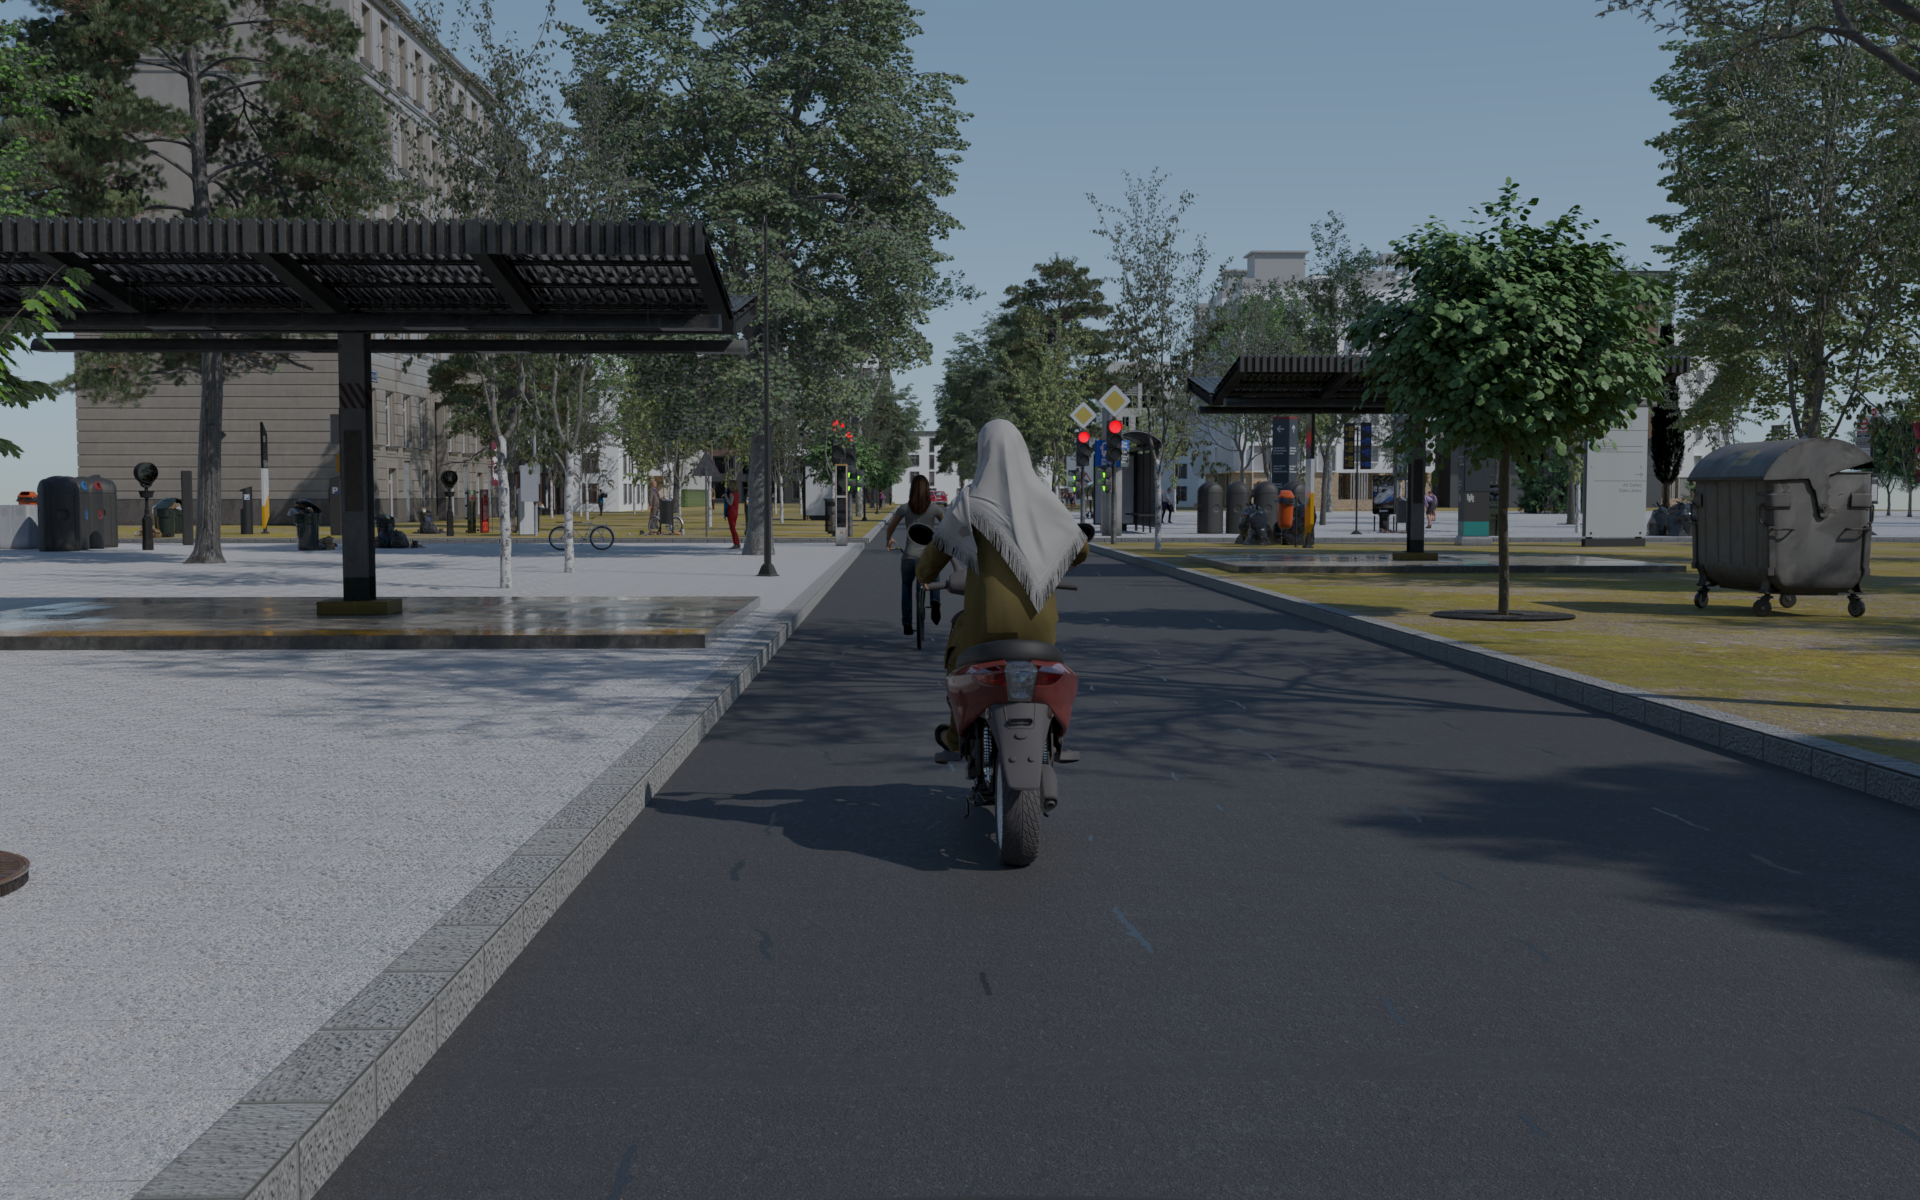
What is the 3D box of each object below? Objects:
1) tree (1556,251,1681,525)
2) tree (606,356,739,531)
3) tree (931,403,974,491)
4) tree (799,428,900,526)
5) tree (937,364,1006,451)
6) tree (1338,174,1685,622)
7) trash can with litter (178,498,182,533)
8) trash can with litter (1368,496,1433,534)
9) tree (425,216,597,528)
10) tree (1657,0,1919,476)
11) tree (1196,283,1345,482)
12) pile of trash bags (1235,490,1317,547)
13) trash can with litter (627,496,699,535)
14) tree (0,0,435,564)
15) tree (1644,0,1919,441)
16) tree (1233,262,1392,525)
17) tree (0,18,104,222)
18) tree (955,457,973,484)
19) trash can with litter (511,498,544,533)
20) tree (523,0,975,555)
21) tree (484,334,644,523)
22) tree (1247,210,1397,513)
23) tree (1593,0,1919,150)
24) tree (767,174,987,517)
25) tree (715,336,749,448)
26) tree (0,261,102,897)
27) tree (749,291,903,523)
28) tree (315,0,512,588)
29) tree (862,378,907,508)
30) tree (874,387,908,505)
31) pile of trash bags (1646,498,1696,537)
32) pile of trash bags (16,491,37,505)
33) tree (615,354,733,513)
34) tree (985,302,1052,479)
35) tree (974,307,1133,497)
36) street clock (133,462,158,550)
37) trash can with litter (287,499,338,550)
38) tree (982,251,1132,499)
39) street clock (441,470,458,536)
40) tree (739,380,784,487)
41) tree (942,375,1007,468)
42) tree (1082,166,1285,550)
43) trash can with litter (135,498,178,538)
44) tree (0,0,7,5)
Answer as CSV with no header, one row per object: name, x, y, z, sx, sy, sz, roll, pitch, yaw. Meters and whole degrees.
tree,25.775,-8.968,72.382,9.928,11.665,9.643,0,3,0
tree,-10.023,-6.681,59.596,4.737,8.622,4.395,0,3,0
tree,0.438,-18.080,203.037,7.806,13.903,7.818,0,3,0
tree,-4.917,-5.302,70.406,4.285,4.588,4.351,0,3,0
tree,1.722,-12.993,138.190,9.928,11.665,9.643,0,3,0
tree,5.673,-2.099,18.035,4.285,4.588,4.351,0,3,0
trash can with litter,-25.421,-2.738,56.159,0.624,1.170,1.055,-1,4,-9
trash can with litter,14.349,-2.806,56.941,1.678,1.210,2.233,-2,4,-26
tree,-17.167,-8.798,65.909,6.751,12.117,7.091,0,3,0
tree,11.269,-4.431,22.803,4.360,8.622,3.978,0,3,0
tree,15.422,-9.832,86.502,9.928,11.665,9.643,0,3,0
pile of trash bags,7.968,-2.053,43.312,1.912,1.369,3.447,0,4,3
trash can with litter,-9.462,-2.654,54.446,2.233,1.210,1.678,2,4,31
tree,-13.791,-7.591,31.533,7.806,13.903,7.818,0,3,0
tree,16.274,-6.980,32.255,7.486,12.596,7.792,0,3,0
tree,14.761,-8.335,70.689,8.767,10.594,7.601,2,4,25
tree,-15.881,-5.956,23.134,9.928,11.665,9.643,0,3,0
tree,1.181,-14.508,187.568,4.737,8.622,4.395,0,3,0
trash can with litter,-14.355,-2.814,57.402,0.624,1.170,1.055,3,5,43
tree,-4.261,-7.924,36.209,9.857,13.997,8.962,0,3,0
tree,-17.632,-9.259,77.136,9.928,11.665,9.643,0,3,0
tree,24.541,-16.067,118.586,12.611,20.169,13.585,0,3,0
tree,6.152,-6.071,9.626,12.009,13.543,11.850,0,3,0
tree,-4.275,-14.764,97.284,12.611,20.169,13.585,0,3,0
tree,-10.061,-7.184,67.815,4.360,8.622,3.978,0,3,0
tree,-3.510,-0.671,5.571,1.663,3.219,1.824,0,3,0
tree,-4.318,-6.745,60.640,4.360,8.622,3.978,0,3,0
tree,-6.293,-4.450,23.116,4.360,8.622,3.978,0,3,0
tree,-8.130,-14.472,158.672,6.751,12.117,7.091,0,3,0
tree,-9.458,-17.551,194.387,7.806,13.903,7.818,0,3,0
pile of trash bags,22.943,-2.643,52.968,3.447,1.369,1.912,0,4,1
pile of trash bags,-29.988,-2.658,53.212,3.447,1.369,1.912,0,4,2
tree,-19.098,-12.778,116.339,7.806,13.903,7.818,0,3,0
tree,2.781,-12.846,116.685,9.857,13.997,8.962,0,3,0
tree,3.572,-7.165,67.516,4.737,8.622,4.395,0,3,0
street clock,-18.552,-2.137,39.512,0.358,2.002,0.471,3,5,40
trash can with litter,-14.787,-1.726,39.606,0.624,1.170,1.055,1,4,21
tree,4.396,-9.556,78.304,6.751,12.117,7.091,0,3,0
street clock,-15.492,-2.936,52.579,0.471,2.002,0.358,-2,4,-31
tree,-10.945,-8.232,84.953,4.737,8.622,4.395,0,3,0
tree,2.452,-11.839,127.974,8.767,10.594,7.601,1,4,20
tree,4.575,-5.423,39.023,4.360,8.622,3.978,0,3,0
trash can with litter,-24.722,-2.554,53.141,1.055,1.170,0.624,-3,4,-36
tree,-6.403,-3.622,9.583,4.360,8.622,3.978,0,3,0
